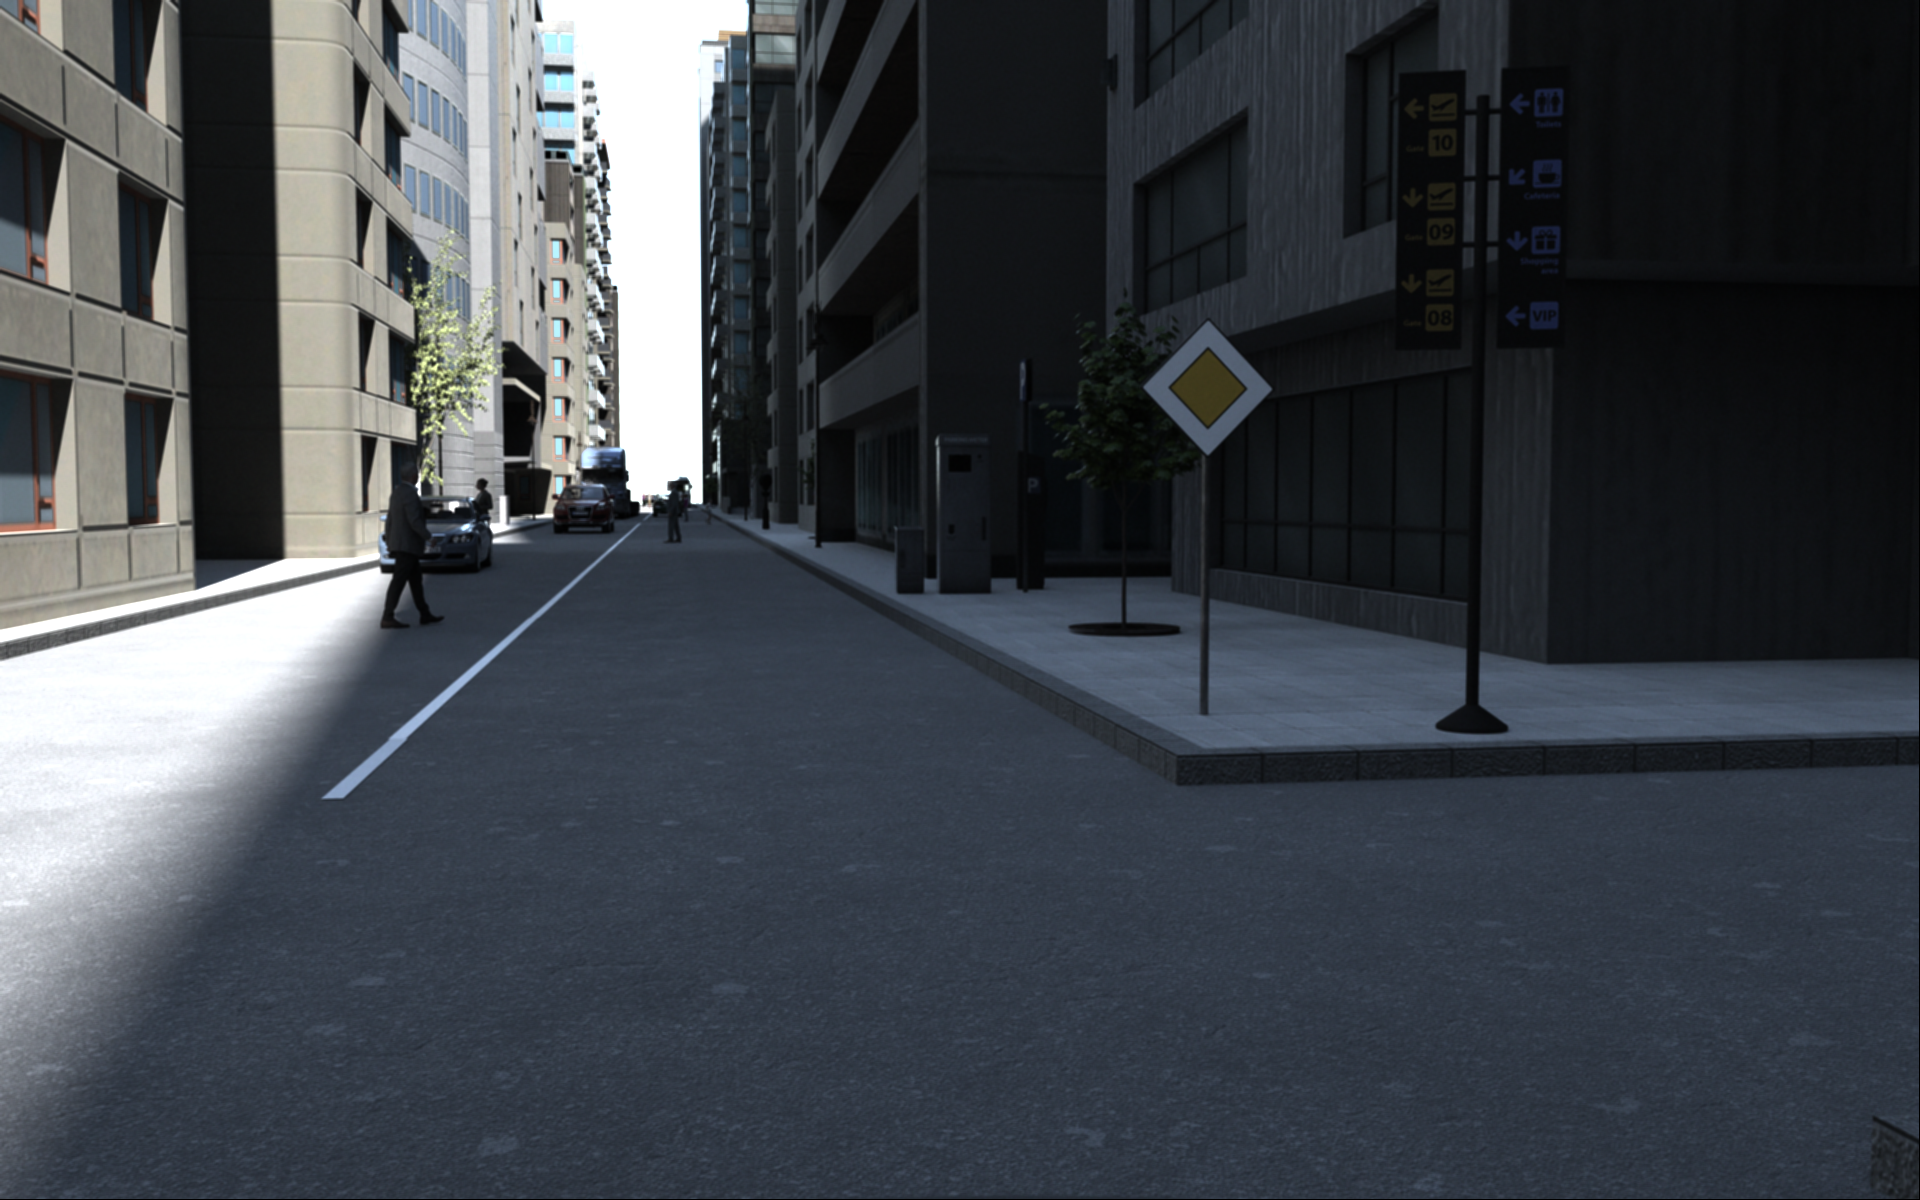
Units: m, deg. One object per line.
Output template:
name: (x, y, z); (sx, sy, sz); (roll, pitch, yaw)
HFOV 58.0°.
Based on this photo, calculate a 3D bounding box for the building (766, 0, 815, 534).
building: (6.729, -13.822, 71.022); (27.650, 21.520, 28.899); (-1, 4, -9)

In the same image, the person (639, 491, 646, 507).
person: (-35.009, -11.129, 191.147); (1.217, 1.739, 0.721); (3, 5, 41)

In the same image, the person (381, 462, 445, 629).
person: (-5.894, -0.600, 18.705); (0.661, 1.777, 0.834); (3, 5, 42)

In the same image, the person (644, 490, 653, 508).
person: (-31.398, -10.178, 174.909); (1.348, 1.824, 0.705); (3, 5, 39)

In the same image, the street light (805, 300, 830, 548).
street light: (-3.402, -4.199, 41.447); (0.468, 5.910, 1.993); (-1, 4, -9)

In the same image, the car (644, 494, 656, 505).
car: (-39.366, -12.749, 220.251); (2.131, 1.459, 4.920); (-1, 4, -8)

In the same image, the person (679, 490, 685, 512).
person: (-21.587, -7.677, 134.731); (0.721, 1.736, 1.217); (-3, 5, -45)

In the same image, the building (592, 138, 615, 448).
building: (-52.888, -33.774, 206.824); (22.147, 44.769, 28.867); (-1, 4, -9)

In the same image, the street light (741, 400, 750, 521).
street light: (-10.348, -6.773, 83.526); (0.468, 5.910, 1.993); (-1, 4, -9)

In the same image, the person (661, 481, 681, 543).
person: (-8.524, -2.593, 51.069); (0.590, 1.801, 0.661); (0, 4, -2)

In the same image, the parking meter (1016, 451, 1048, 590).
parking meter: (0.969, -1.079, 23.347); (0.399, 1.863, 0.255); (0, 4, -5)

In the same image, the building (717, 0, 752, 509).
building: (-8.712, -50.801, 143.263); (22.319, 86.520, 31.000); (-1, 4, -9)

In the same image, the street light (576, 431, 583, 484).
street light: (-27.821, -9.421, 126.824); (0.468, 5.910, 1.993); (-1, 4, -9)

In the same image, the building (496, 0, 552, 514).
building: (-36.939, -30.829, 93.286); (28.713, 52.752, 27.495); (-1, 4, -9)

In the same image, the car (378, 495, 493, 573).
car: (-9.924, -1.283, 32.987); (2.014, 1.417, 4.499); (-1, 4, -11)

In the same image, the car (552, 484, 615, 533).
car: (-14.036, -3.431, 64.776); (2.281, 1.827, 5.304); (-1, 4, -9)

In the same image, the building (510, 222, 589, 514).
building: (-41.110, -16.975, 122.580); (27.650, 21.520, 28.899); (-1, 4, -9)

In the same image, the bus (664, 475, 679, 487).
bus: (-37.369, -14.440, 227.643); (2.896, 3.916, 12.252); (-1, 4, -10)

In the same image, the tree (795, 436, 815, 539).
tree: (-3.973, -3.370, 49.699); (1.663, 3.219, 1.824); (0, 3, 0)

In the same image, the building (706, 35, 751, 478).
building: (-15.333, -34.650, 186.137); (23.786, 49.044, 30.456); (-1, 4, -9)

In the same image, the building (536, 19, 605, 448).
building: (-48.215, -34.119, 177.456); (23.786, 49.044, 30.456); (-1, 4, -9)

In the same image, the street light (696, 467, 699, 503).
street light: (-36.615, -16.427, 241.369); (0.468, 5.910, 1.993); (-1, 4, -9)

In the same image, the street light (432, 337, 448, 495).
street light: (-15.245, -4.770, 50.776); (0.468, 5.910, 1.993); (-1, 4, -9)

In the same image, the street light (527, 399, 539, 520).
street light: (-20.884, -6.847, 84.743); (0.468, 5.910, 1.993); (-1, 4, -9)

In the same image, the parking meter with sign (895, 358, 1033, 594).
parking meter with sign: (0.034, -1.599, 22.407); (1.738, 3.016, 0.543); (0, 4, -7)

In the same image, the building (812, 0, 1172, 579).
building: (8.297, -25.267, 36.817); (21.300, 48.544, 21.600); (-1, 4, -9)

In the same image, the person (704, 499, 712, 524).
person: (-12.046, -4.245, 82.916); (0.382, 1.210, 0.505); (0, 4, -3)

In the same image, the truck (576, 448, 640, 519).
truck: (-21.278, -7.106, 105.947); (2.967, 4.110, 18.799); (0, 4, -8)

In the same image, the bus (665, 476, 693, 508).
bus: (-30.228, -11.698, 186.119); (2.948, 3.499, 13.247); (-1, 4, -8)

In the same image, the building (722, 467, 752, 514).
building: (0.011, -26.073, 118.180); (32.217, 40.220, 23.993); (-1, 4, -9)

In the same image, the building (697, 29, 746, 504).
building: (-23.677, -41.991, 228.554); (21.231, 58.520, 28.212); (-1, 4, -9)

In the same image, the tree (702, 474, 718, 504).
tree: (-23.852, -10.512, 166.475); (1.663, 3.219, 1.824); (0, 3, 0)

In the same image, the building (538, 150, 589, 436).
building: (-38.556, -22.800, 144.482); (14.160, 30.474, 14.107); (-1, 4, -9)

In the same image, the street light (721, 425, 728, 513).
street light: (-15.807, -8.790, 116.506); (0.468, 5.910, 1.993); (-1, 4, -9)

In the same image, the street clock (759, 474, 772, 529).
street clock: (-7.084, -3.584, 63.175); (0.358, 2.002, 0.471); (3, 4, 38)

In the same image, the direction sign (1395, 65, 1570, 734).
direction sign: (2.789, -1.060, 9.333); (0.876, 3.537, 0.379); (1, 4, 12)

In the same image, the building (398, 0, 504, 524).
building: (-28.662, -31.748, 61.077); (21.231, 58.520, 28.212); (-1, 4, -9)

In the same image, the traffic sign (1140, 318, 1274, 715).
traffic sign: (1.415, -0.389, 10.000); (0.795, 2.450, 0.064); (-1, 4, -9)

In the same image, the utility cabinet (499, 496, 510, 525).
utility cabinet: (-18.811, -3.692, 71.527); (0.306, 1.237, 1.020); (0, 4, -8)

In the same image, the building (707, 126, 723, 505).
building: (-23.062, -34.097, 207.602); (14.600, 45.320, 14.200); (-1, 4, -9)

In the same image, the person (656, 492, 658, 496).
person: (-40.627, -13.665, 232.440); (1.217, 1.766, 0.721); (-3, 5, -43)

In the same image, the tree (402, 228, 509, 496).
tree: (-14.576, -5.922, 47.191); (4.737, 8.622, 4.395); (0, 3, 0)

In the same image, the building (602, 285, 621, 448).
building: (-52.296, -27.975, 229.096); (14.160, 30.474, 14.107); (-1, 4, -9)

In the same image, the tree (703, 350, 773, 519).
tree: (-10.698, -8.401, 87.721); (4.360, 8.622, 3.978); (0, 3, 0)

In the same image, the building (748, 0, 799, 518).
building: (-4.928, -19.970, 98.217); (14.160, 30.474, 14.107); (-1, 4, -9)

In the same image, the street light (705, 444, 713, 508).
street light: (-22.872, -11.391, 159.030); (0.468, 5.910, 1.993); (-1, 4, -9)

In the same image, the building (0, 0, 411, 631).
building: (-24.727, -11.060, 25.873); (27.650, 21.520, 28.899); (-1, 4, -9)

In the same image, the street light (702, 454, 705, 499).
street light: (-29.486, -13.855, 199.320); (0.468, 5.910, 1.993); (-1, 4, -9)

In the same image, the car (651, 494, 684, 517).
car: (-18.580, -6.009, 110.049); (2.131, 1.459, 4.920); (-1, 4, -9)

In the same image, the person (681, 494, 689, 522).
person: (-14.214, -4.761, 89.571); (0.599, 1.433, 0.991); (-2, 4, -29)

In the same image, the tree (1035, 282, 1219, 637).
tree: (1.413, -1.304, 15.921); (1.663, 3.219, 1.824); (0, 3, 0)

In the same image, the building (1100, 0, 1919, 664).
building: (9.788, -14.954, 16.206); (14.107, 30.474, 14.160); (-1, 4, -9)

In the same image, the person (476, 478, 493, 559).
person: (-10.038, -1.667, 36.299); (0.362, 1.759, 0.519); (-3, 5, -44)
